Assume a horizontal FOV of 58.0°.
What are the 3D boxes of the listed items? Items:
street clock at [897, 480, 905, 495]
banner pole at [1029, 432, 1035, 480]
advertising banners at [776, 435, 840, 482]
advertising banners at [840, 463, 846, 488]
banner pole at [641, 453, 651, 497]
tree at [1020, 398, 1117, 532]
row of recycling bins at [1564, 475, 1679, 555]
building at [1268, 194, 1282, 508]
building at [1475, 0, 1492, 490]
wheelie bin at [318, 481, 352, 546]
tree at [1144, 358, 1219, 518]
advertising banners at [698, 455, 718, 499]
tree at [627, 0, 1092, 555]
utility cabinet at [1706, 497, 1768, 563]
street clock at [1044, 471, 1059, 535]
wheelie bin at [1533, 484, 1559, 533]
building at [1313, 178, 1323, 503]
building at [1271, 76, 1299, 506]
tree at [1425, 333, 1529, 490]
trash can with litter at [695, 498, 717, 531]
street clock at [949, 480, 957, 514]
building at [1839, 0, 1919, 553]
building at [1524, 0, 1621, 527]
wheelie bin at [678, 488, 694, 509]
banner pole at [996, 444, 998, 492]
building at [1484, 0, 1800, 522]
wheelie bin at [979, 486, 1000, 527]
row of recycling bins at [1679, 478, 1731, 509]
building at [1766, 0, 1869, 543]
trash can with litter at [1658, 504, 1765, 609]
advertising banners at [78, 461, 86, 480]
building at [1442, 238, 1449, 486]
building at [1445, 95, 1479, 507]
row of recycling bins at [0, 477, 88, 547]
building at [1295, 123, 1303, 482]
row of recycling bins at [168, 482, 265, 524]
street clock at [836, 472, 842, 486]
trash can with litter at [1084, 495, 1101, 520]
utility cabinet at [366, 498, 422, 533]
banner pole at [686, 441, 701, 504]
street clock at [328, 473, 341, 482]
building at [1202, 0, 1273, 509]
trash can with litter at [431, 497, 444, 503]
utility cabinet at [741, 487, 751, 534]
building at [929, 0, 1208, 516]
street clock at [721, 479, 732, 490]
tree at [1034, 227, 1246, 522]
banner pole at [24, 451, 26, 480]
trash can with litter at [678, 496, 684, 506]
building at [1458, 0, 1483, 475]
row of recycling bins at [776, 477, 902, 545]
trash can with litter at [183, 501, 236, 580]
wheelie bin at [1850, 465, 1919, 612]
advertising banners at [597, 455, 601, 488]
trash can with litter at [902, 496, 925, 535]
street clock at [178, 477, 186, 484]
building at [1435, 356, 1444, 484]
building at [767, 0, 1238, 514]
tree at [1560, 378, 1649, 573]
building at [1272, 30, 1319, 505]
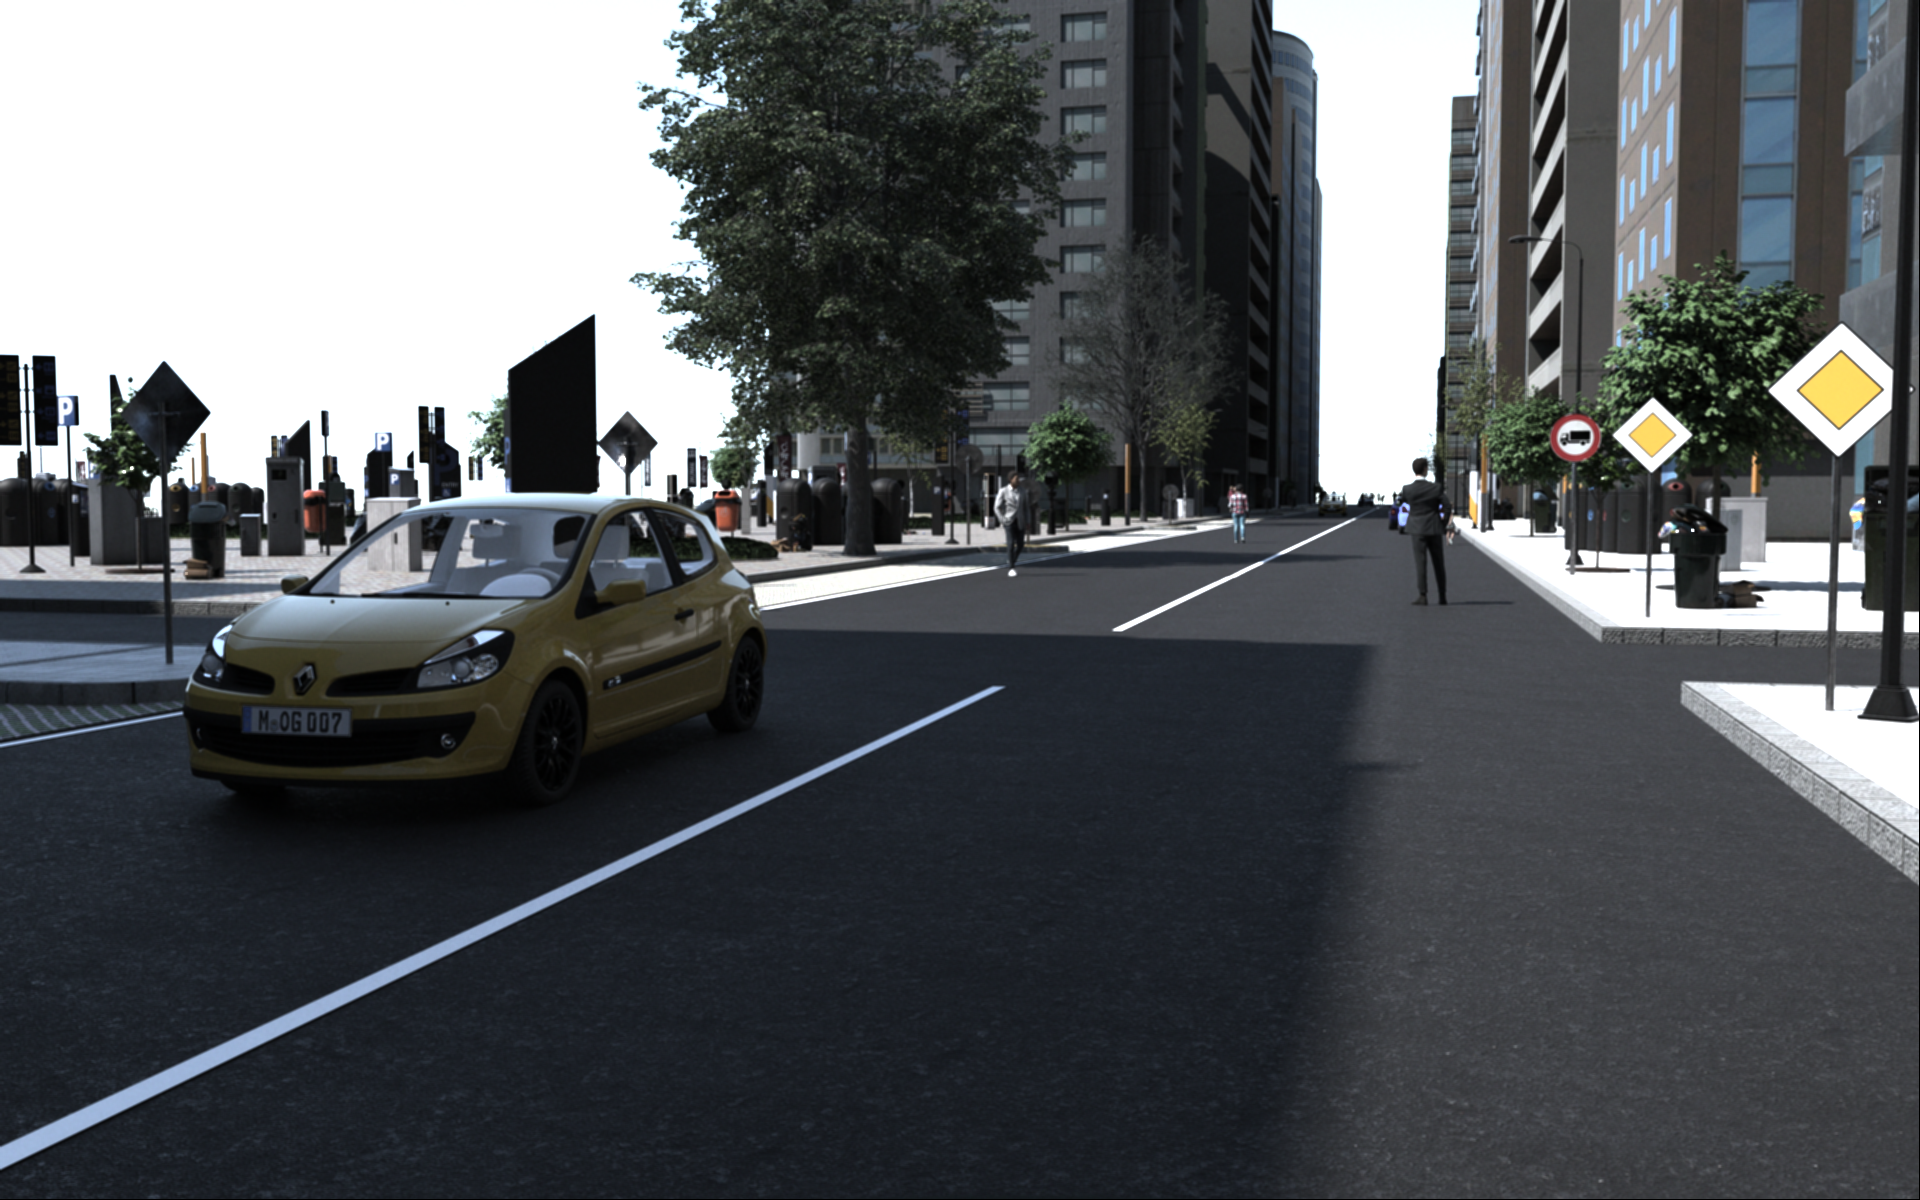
[{"bbox_3d":[-3.056,-5.108,88.091,0.471,2.002,0.358,0,4,-8],"label":"street clock"},{"bbox_3d":[2.901,-4.869,69.620,0.401,3.779,0.863,1,4,21],"label":"banner pole"},{"bbox_3d":[-4.584,-3.394,51.673,2.074,3.025,0.090,-2,4,-35],"label":"advertising banners"},{"bbox_3d":[-5.931,-6.215,97.796,2.074,3.025,0.090,0,4,8],"label":"advertising banners"},{"bbox_3d":[-13.204,-5.054,72.646,0.863,3.779,0.401,3,5,40],"label":"banner pole"},{"bbox_3d":[3.570,-4.599,58.911,4.285,4.588,4.351,0,3,0],"label":"tree"},{"bbox_3d":[14.439,-1.907,38.286,1.069,1.692,3.534,0,4,-4],"label":"row of recycling bins"},{"bbox_3d":[22.369,-23.858,161.783,14.160,30.474,14.107,1,4,14],"label":"building"},{"bbox_3d":[45.841,-35.106,115.988,21.231,58.520,28.212,1,4,14],"label":"building"},{"bbox_3d":[-15.741,-2.169,43.366,0.980,1.594,0.693,-1,4,-17],"label":"wheelie bin"},{"bbox_3d":[11.892,-8.665,92.032,4.737,8.622,4.395,0,3,0],"label":"tree"},{"bbox_3d":[-11.017,-5.037,78.548,0.090,3.025,2.074,3,5,44],"label":"advertising banners"},{"bbox_3d":[-2.145,-7.915,36.068,9.857,13.997,8.962,0,3,0],"label":"tree"},{"bbox_3d":[14.512,-1.299,32.403,1.020,1.237,0.306,0,4,6],"label":"utility cabinet"},{"bbox_3d":[2.889,-3.061,54.620,0.358,2.002,0.471,-2,4,-33],"label":"street clock"},{"bbox_3d":[19.117,-2.981,56.647,0.693,1.594,0.980,3,5,42],"label":"wheelie bin"},{"bbox_3d":[42.737,-36.104,240.410,14.600,45.320,14.200,1,4,14],"label":"building"},{"bbox_3d":[27.639,-32.671,184.288,14.600,45.320,14.200,1,4,14],"label":"building"},{"bbox_3d":[23.832,-7.849,78.698,4.737,8.622,4.395,0,3,0],"label":"tree"},{"bbox_3d":[-6.469,-1.961,43.443,0.624,1.170,1.055,2,4,35],"label":"trash can with litter"},{"bbox_3d":[-0.395,-5.261,90.594,0.471,2.002,0.358,-2,4,-31],"label":"street clock"},{"bbox_3d":[29.864,-24.771,24.611,30.456,49.044,23.786,1,4,14],"label":"building"},{"bbox_3d":[36.357,-27.530,73.815,21.300,48.544,21.600,1,4,14],"label":"building"},{"bbox_3d":[-13.941,-4.913,88.234,0.693,1.594,0.980,2,4,34],"label":"wheelie bin"},{"bbox_3d":[1.854,-5.941,87.157,0.401,3.779,0.863,0,4,4],"label":"banner pole"},{"bbox_3d":[36.916,-27.283,96.187,14.600,45.320,14.200,1,4,14],"label":"building"},{"bbox_3d":[1.146,-3.582,66.468,0.693,1.594,0.980,-2,4,-34],"label":"wheelie bin"},{"bbox_3d":[18.145,-2.327,45.155,3.534,1.692,1.069,1,4,14],"label":"row of recycling bins"},{"bbox_3d":[27.207,-24.432,49.570,14.600,45.320,14.200,1,4,14],"label":"building"},{"bbox_3d":[8.487,-0.499,19.541,1.055,1.170,0.624,-1,4,-17],"label":"trash can with litter"},{"bbox_3d":[-45.170,-5.760,90.368,2.074,3.025,0.090,1,4,19],"label":"advertising banners"},{"bbox_3d":[61.579,-25.863,194.568,14.160,30.474,14.107,1,4,14],"label":"building"},{"bbox_3d":[57.777,-30.331,179.499,14.154,41.232,14.086,1,4,14],"label":"building"},{"bbox_3d":[-22.937,-2.240,43.738,1.069,1.692,3.534,1,4,12],"label":"row of recycling bins"},{"bbox_3d":[31.607,-33.548,198.621,14.600,45.320,14.200,1,4,14],"label":"building"},{"bbox_3d":[-25.978,-3.235,60.001,3.534,1.692,1.069,1,4,20],"label":"row of recycling bins"},{"bbox_3d":[-4.121,-3.237,57.499,0.358,2.002,0.471,1,4,19],"label":"street clock"},{"bbox_3d":[6.716,-4.718,88.196,1.678,1.210,2.233,1,4,16],"label":"trash can with litter"},{"bbox_3d":[-9.425,-1.081,28.839,1.020,1.237,0.306,2,4,30],"label":"utility cabinet"},{"bbox_3d":[-12.561,-5.640,82.227,0.863,3.779,0.401,-1,4,-10],"label":"banner pole"},{"bbox_3d":[-21.074,-3.286,58.299,0.358,2.002,0.471,2,4,24],"label":"street clock"},{"bbox_3d":[14.193,-31.802,143.667,21.300,48.544,21.600,1,4,14],"label":"building"},{"bbox_3d":[-18.523,-3.111,62.257,0.624,1.170,1.055,2,4,24],"label":"trash can with litter"},{"bbox_3d":[-6.862,-2.868,55.563,0.318,1.500,1.173,0,4,-7],"label":"utility cabinet"},{"bbox_3d":[6.785,-25.621,102.491,14.154,41.232,14.086,1,4,14],"label":"building"},{"bbox_3d":[-11.287,-4.841,83.713,0.471,2.002,0.358,-2,4,-35],"label":"street clock"},{"bbox_3d":[8.403,-10.351,79.614,12.009,13.543,11.850,0,3,0],"label":"tree"},{"bbox_3d":[-53.798,-6.696,99.495,0.401,3.779,0.863,0,4,-8],"label":"banner pole"},{"bbox_3d":[-13.170,-4.224,80.121,2.233,1.210,1.678,3,4,37],"label":"trash can with litter"},{"bbox_3d":[54.503,-32.090,144.285,23.786,49.044,30.456,1,4,14],"label":"building"},{"bbox_3d":[-3.004,-2.252,43.926,3.534,1.692,1.069,-2,4,-35],"label":"row of recycling bins"},{"bbox_3d":[-11.434,-0.914,26.335,0.624,1.170,1.055,-1,4,-12],"label":"trash can with litter"},{"bbox_3d":[10.324,-0.681,19.046,0.980,1.594,0.693,2,4,28],"label":"wheelie bin"},{"bbox_3d":[-16.538,-4.944,77.030,0.090,3.025,2.074,2,4,24],"label":"advertising banners"},{"bbox_3d":[-1.955,-2.691,55.059,1.678,1.210,2.233,1,4,13],"label":"trash can with litter"},{"bbox_3d":[-33.468,-4.278,74.520,0.358,2.002,0.471,-1,4,-10],"label":"street clock"},{"bbox_3d":[77.072,-23.395,227.539,27.650,21.520,28.899,1,4,14],"label":"building"},{"bbox_3d":[3.220,-26.383,123.246,32.217,40.220,23.993,1,4,14],"label":"building"},{"bbox_3d":[10.706,-2.081,28.618,1.663,3.219,1.824,0,3,0],"label":"tree"},{"bbox_3d":[33.832,-41.495,220.439,21.231,58.520,28.212,1,4,14],"label":"building"}]
